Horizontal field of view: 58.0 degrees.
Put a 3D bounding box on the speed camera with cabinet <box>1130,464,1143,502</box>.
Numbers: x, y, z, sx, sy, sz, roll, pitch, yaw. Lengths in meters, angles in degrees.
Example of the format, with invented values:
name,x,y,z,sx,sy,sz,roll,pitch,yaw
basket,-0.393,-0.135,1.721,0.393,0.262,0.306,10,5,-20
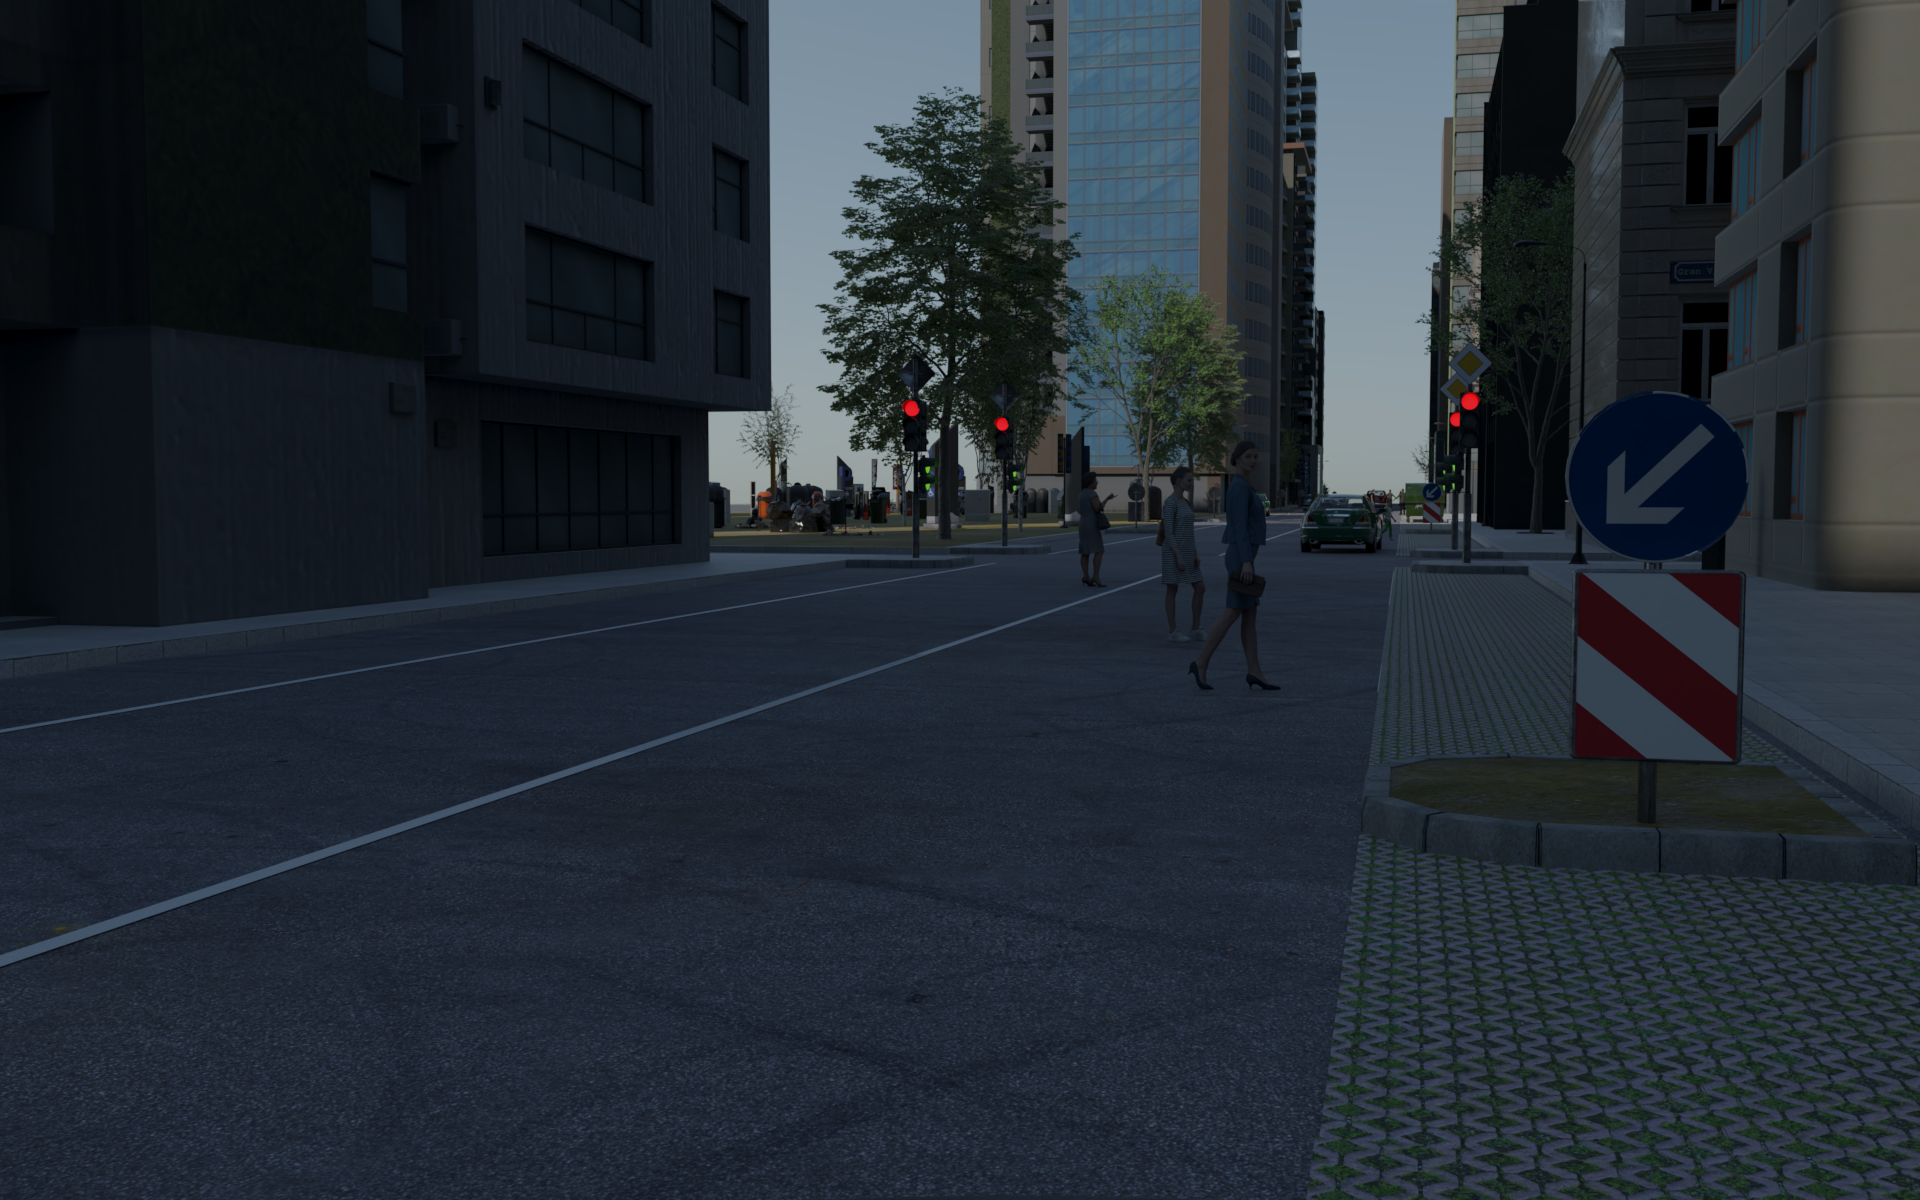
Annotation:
name,x,y,z,sx,sy,sz,roll,pitch,yaw
speed camera with cabinet,12.072,-7.317,113.969,2.038,3.252,0.660,-3,5,-42

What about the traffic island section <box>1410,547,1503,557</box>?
name,x,y,z,sx,sy,sz,roll,pitch,yaw
traffic island section,11.433,-1.082,39.967,2.009,0.180,2.903,1,4,14

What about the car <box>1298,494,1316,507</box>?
name,x,y,z,sx,sy,sz,roll,pitch,yaw
car,34.658,-9.822,172.589,2.014,1.417,4.499,1,4,14

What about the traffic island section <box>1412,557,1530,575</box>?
name,x,y,z,sx,sy,sz,roll,pitch,yaw
traffic island section,9.448,-0.609,32.231,2.009,0.180,2.903,1,4,14

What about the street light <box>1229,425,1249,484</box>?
name,x,y,z,sx,sy,sz,roll,pitch,yaw
street light,18.743,-8.828,116.886,1.470,5.913,1.316,1,4,14

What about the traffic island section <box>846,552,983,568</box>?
name,x,y,z,sx,sy,sz,roll,pitch,yaw
traffic island section,-0.908,-0.771,34.884,2.009,0.180,2.903,1,4,14

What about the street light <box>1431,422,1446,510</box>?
name,x,y,z,sx,sy,sz,roll,pitch,yaw
street light,31.446,-8.549,112.311,1.470,5.913,1.316,1,4,14

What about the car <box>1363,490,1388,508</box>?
name,x,y,z,sx,sy,sz,roll,pitch,yaw
car,36.235,-8.687,150.701,2.281,1.827,5.304,1,4,15

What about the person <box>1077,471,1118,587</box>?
name,x,y,z,sx,sy,sz,roll,pitch,yaw
person,2.138,-1.096,26.785,0.532,1.782,0.716,-2,4,-24

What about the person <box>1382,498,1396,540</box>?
name,x,y,z,sx,sy,sz,roll,pitch,yaw
person,13.262,-2.514,53.845,0.590,1.304,0.306,2,4,27

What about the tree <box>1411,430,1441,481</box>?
name,x,y,z,sx,sy,sz,roll,pitch,yaw
tree,52.701,-14.857,193.268,4.360,8.622,3.978,0,3,0

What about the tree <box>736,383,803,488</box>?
name,x,y,z,sx,sy,sz,roll,pitch,yaw
tree,-11.767,-9.707,109.074,4.360,8.622,3.978,0,3,0

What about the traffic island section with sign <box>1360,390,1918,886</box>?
name,x,y,z,sx,sy,sz,roll,pitch,yaw
traffic island section with sign,2.763,0.072,7.445,1.989,1.847,2.006,1,4,14

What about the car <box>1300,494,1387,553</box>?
name,x,y,z,sx,sy,sz,roll,pitch,yaw
car,9.673,-1.955,43.769,2.131,1.459,4.920,1,4,16

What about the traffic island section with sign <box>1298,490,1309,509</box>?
name,x,y,z,sx,sy,sz,roll,pitch,yaw
traffic island section with sign,32.666,-9.605,165.662,1.989,1.847,2.006,1,4,14

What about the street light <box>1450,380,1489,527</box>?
name,x,y,z,sx,sy,sz,roll,pitch,yaw
street light,20.302,-5.877,68.632,1.470,5.913,1.316,1,4,14

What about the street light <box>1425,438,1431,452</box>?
name,x,y,z,sx,sy,sz,roll,pitch,yaw
street light,39.208,-10.383,142.299,1.470,5.913,1.316,1,4,14

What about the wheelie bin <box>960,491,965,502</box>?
name,x,y,z,sx,sy,sz,roll,pitch,yaw
wheelie bin,0.377,-6.371,112.072,0.693,1.594,0.980,0,4,2

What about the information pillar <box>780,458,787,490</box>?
name,x,y,z,sx,sy,sz,roll,pitch,yaw
information pillar,-11.402,-7.392,112.217,0.504,3.616,0.183,-3,4,-38

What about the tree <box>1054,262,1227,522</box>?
name,x,y,z,sx,sy,sz,roll,pitch,yaw
tree,8.403,-9.388,79.251,9.928,11.665,9.643,0,3,0

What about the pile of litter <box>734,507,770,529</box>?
name,x,y,z,sx,sy,sz,roll,pitch,yaw
pile of litter,-7.688,-3.098,64.617,1.176,0.858,1.719,-3,5,-42

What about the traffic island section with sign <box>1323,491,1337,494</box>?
name,x,y,z,sx,sy,sz,roll,pitch,yaw
traffic island section with sign,46.269,-12.846,218.660,1.989,1.847,2.006,1,4,14

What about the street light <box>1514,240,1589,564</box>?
name,x,y,z,sx,sy,sz,roll,pitch,yaw
street light,10.832,-3.621,31.752,1.470,5.913,1.316,1,4,14

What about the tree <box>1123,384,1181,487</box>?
name,x,y,z,sx,sy,sz,roll,pitch,yaw
tree,12.113,-9.714,109.185,4.360,8.622,3.978,0,3,0

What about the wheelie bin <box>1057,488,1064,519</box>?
name,x,y,z,sx,sy,sz,roll,pitch,yaw
wheelie bin,5.394,-4.971,89.179,0.693,1.594,0.980,-1,4,-22

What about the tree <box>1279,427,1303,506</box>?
name,x,y,z,sx,sy,sz,roll,pitch,yaw
tree,35.660,-14.638,189.688,4.737,8.622,4.395,0,3,0

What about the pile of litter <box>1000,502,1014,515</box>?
name,x,y,z,sx,sy,sz,roll,pitch,yaw
pile of litter,3.126,-5.787,108.588,1.176,0.858,1.719,-1,4,-11

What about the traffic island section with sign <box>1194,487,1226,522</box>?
name,x,y,z,sx,sy,sz,roll,pitch,yaw
traffic island section with sign,13.259,-4.979,90.040,1.989,1.847,2.006,1,4,14

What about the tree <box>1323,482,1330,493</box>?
name,x,y,z,sx,sy,sz,roll,pitch,yaw
tree,56.948,-16.877,270.547,1.663,3.219,1.824,0,3,0

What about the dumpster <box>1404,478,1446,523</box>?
name,x,y,z,sx,sy,sz,roll,pitch,yaw
dumpster,23.062,-4.951,85.894,1.985,2.255,1.502,1,4,15

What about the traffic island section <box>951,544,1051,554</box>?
name,x,y,z,sx,sy,sz,roll,pitch,yaw
traffic island section,1.077,-1.244,42.619,2.009,0.180,2.903,1,4,14

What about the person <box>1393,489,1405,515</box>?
name,x,y,z,sx,sy,sz,roll,pitch,yaw
person,30.431,-6.758,119.126,1.348,1.807,0.705,-1,4,-11

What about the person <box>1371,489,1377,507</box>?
name,x,y,z,sx,sy,sz,roll,pitch,yaw
person,32.049,-7.684,134.138,0.705,1.822,1.348,2,4,30

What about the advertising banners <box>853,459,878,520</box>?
name,x,y,z,sx,sy,sz,roll,pitch,yaw
advertising banners,-4.693,-5.502,86.144,0.090,3.025,2.074,-3,4,-38

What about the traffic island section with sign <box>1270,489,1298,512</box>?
name,x,y,z,sx,sy,sz,roll,pitch,yaw
traffic island section with sign,25.877,-7.988,139.229,1.989,1.847,2.006,1,4,14

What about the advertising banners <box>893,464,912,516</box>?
name,x,y,z,sx,sy,sz,roll,pitch,yaw
advertising banners,-2.994,-6.440,101.489,0.090,3.025,2.074,3,5,43

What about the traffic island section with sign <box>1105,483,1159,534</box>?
name,x,y,z,sx,sy,sz,roll,pitch,yaw
traffic island section with sign,6.468,-3.361,63.587,1.989,1.847,2.006,1,4,14

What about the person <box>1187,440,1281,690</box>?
name,x,y,z,sx,sy,sz,roll,pitch,yaw
person,2.020,-0.254,12.681,0.654,1.822,0.581,2,4,23

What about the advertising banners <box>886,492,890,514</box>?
name,x,y,z,sx,sy,sz,roll,pitch,yaw
advertising banners,-4.680,-7.001,110.655,2.074,3.025,0.090,-3,5,-43

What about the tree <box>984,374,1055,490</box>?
name,x,y,z,sx,sy,sz,roll,pitch,yaw
tree,3.564,-9.234,101.331,4.737,8.622,4.395,0,3,0

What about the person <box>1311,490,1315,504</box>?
name,x,y,z,sx,sy,sz,roll,pitch,yaw
person,31.656,-8.912,154.741,0.617,1.759,0.750,-2,4,-31

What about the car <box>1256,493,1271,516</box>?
name,x,y,z,sx,sy,sz,roll,pitch,yaw
car,18.607,-6.169,109.653,1.959,1.807,4.718,1,4,16

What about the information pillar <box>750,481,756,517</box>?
name,x,y,z,sx,sy,sz,roll,pitch,yaw
information pillar,-11.832,-5.783,99.047,0.304,2.012,0.304,-1,4,-11

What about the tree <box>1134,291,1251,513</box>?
name,x,y,z,sx,sy,sz,roll,pitch,yaw
tree,12.768,-10.959,97.310,7.486,12.596,7.792,0,3,0

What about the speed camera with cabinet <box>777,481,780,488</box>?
name,x,y,z,sx,sy,sz,roll,pitch,yaw
speed camera with cabinet,-11.751,-7.618,118.891,2.038,3.252,0.660,-3,5,-39

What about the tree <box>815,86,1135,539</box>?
name,x,y,z,sx,sy,sz,roll,pitch,yaw
tree,-0.028,-7.991,48.781,7.486,12.596,7.792,0,3,0

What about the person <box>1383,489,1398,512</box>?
name,x,y,z,sx,sy,sz,roll,pitch,yaw
person,34.427,-7.948,138.590,1.348,1.807,0.705,3,5,42

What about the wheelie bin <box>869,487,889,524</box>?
name,x,y,z,sx,sy,sz,roll,pitch,yaw
wheelie bin,-3.539,-4.134,75.492,0.980,1.594,0.693,1,4,22

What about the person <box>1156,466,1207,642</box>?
name,x,y,z,sx,sy,sz,roll,pitch,yaw
person,2.142,-0.448,16.831,0.522,1.701,0.512,2,4,34

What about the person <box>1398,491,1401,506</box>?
name,x,y,z,sx,sy,sz,roll,pitch,yaw
person,53.137,-12.250,208.796,0.705,1.822,1.348,-1,4,-17

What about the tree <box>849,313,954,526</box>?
name,x,y,z,sx,sy,sz,roll,pitch,yaw
tree,-2.335,-7.284,69.459,4.360,8.622,3.978,0,3,0

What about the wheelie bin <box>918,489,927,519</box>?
name,x,y,z,sx,sy,sz,roll,pitch,yaw
wheelie bin,-1.937,-4.988,89.458,0.980,1.594,0.693,0,4,1

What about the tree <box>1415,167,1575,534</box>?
name,x,y,z,sx,sy,sz,roll,pitch,yaw
tree,18.567,-7.938,55.537,9.928,11.665,9.643,0,3,0

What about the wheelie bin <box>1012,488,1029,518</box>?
name,x,y,z,sx,sy,sz,roll,pitch,yaw
wheelie bin,3.251,-5.150,92.107,0.693,1.594,0.980,3,5,39

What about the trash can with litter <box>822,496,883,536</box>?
name,x,y,z,sx,sy,sz,roll,pitch,yaw
trash can with litter,-3.374,-2.606,53.667,2.233,1.210,1.678,-1,4,-22

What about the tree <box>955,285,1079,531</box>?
name,x,y,z,sx,sy,sz,roll,pitch,yaw
tree,2.076,-6.670,59.424,4.360,8.622,3.978,0,3,0
